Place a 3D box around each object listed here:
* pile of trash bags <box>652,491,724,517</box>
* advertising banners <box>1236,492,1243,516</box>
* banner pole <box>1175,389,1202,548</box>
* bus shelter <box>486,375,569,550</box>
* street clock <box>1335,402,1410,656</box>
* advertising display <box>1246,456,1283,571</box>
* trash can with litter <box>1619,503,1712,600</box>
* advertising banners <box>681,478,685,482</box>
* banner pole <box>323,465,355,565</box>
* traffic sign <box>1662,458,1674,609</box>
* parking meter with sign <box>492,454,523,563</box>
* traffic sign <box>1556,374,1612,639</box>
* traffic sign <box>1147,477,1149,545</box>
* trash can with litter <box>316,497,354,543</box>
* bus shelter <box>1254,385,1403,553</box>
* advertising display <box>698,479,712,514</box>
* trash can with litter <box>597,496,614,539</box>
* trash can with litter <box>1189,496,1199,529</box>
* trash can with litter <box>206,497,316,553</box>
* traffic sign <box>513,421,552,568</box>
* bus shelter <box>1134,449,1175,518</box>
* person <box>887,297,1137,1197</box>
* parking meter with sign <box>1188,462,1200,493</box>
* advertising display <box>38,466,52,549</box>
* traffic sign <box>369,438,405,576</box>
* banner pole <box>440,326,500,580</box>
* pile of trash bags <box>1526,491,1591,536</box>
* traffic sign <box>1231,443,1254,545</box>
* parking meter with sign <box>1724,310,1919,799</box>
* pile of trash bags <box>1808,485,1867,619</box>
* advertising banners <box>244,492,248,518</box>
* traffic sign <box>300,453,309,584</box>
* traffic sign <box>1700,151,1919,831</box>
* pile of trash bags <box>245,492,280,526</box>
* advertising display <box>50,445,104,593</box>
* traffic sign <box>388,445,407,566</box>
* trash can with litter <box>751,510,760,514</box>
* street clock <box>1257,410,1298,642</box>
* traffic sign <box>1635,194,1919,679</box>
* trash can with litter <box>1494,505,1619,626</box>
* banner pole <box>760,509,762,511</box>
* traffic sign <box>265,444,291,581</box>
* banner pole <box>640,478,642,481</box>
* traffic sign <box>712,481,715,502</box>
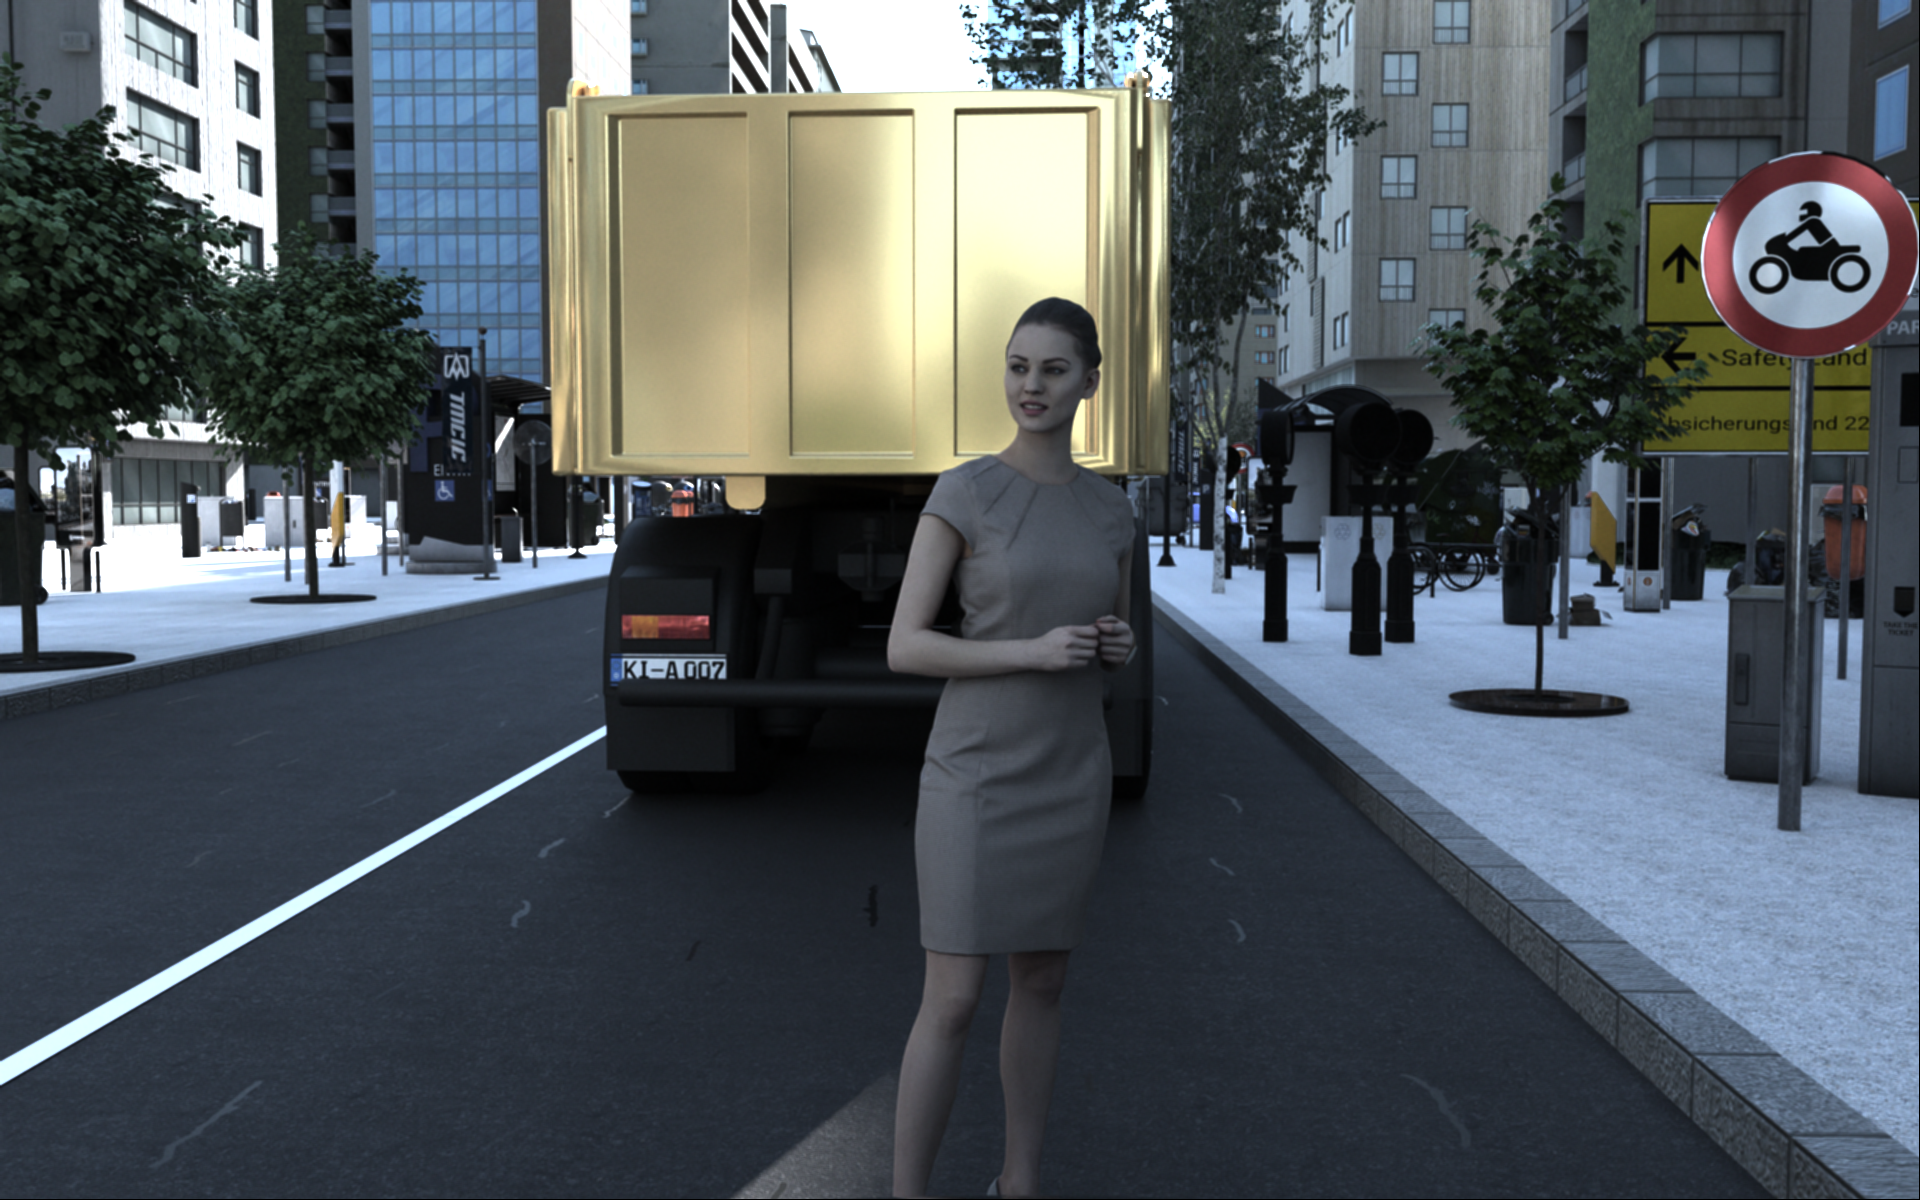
[{"bbox_3d":[-7.212,-2.208,45.850,1.912,1.369,3.447,0,4,-2],"label":"pile of trash bags"},{"bbox_3d":[14.688,-6.117,96.205,2.074,3.025,0.090,1,4,9],"label":"advertising banners"},{"bbox_3d":[5.387,-3.141,41.371,0.863,3.779,0.401,-3,5,-42],"label":"banner pole"},{"bbox_3d":[-9.753,-2.812,37.265,1.731,3.624,6.357,0,4,2],"label":"bus shelter"},{"bbox_3d":[3.239,-0.563,13.776,0.471,2.002,0.358,-1,4,-16],"label":"street clock"},{"bbox_3d":[5.101,-1.459,29.068,0.123,1.923,0.974,-1,4,-21],"label":"advertising display"},{"bbox_3d":[8.577,-0.596,21.127,0.624,1.170,1.055,-3,5,-43],"label":"trash can with litter"},{"bbox_3d":[-13.738,-5.606,87.844,0.090,3.025,2.074,-2,4,-32],"label":"advertising banners"},{"bbox_3d":[-11.395,-2.533,31.425,0.863,3.779,0.401,2,4,27],"label":"banner pole"},{"bbox_3d":[7.867,-1.169,19.218,0.768,2.556,0.104,1,4,11],"label":"traffic sign"},{"bbox_3d":[-9.103,-2.213,32.442,1.738,3.016,0.543,0,4,-5],"label":"parking meter with sign"},{"bbox_3d":[5.351,-0.929,15.289,0.768,2.556,0.104,1,4,10],"label":"traffic sign"},{"bbox_3d":[4.561,-2.441,42.035,0.606,2.300,0.079,0,4,4],"label":"traffic sign"},{"bbox_3d":[-17.301,-2.117,45.674,2.233,1.210,1.678,0,4,-4],"label":"trash can with litter"},{"bbox_3d":[7.280,-2.505,34.876,2.014,3.302,5.546,0,4,2],"label":"bus shelter"},{"bbox_3d":[-7.231,-2.673,48.914,0.123,1.923,0.974,-2,4,-30],"label":"advertising display"},{"bbox_3d":[-10.692,-2.382,50.011,1.678,1.210,2.233,1,4,13],"label":"trash can with litter"},{"bbox_3d":[8.713,-3.281,64.707,1.678,1.210,2.233,-3,4,-38],"label":"trash can with litter"},{"bbox_3d":[-15.764,-1.665,38.280,2.233,1.210,1.678,0,4,3],"label":"trash can with litter"},{"bbox_3d":[-7.396,-1.832,30.058,0.768,2.556,0.104,0,4,8],"label":"traffic sign"},{"bbox_3d":[7.478,-4.652,69.988,2.014,3.302,5.546,0,4,2],"label":"bus shelter"},{"bbox_3d":[0.108,0.351,3.098,0.599,1.781,0.374,-2,4,-27],"label":"person"},{"bbox_3d":[13.334,-6.017,94.636,1.738,3.016,0.543,3,5,39],"label":"parking meter with sign"},{"bbox_3d":[-20.879,-2.147,40.313,0.974,1.923,0.123,-2,4,-28],"label":"advertising display"},{"bbox_3d":[-9.069,-1.659,27.228,0.768,2.556,0.104,1,4,9],"label":"traffic sign"},{"bbox_3d":[-7.345,-2.195,25.913,0.863,3.779,0.401,0,4,-2],"label":"banner pole"},{"bbox_3d":[14.001,-1.834,39.746,1.912,1.369,3.447,3,5,42],"label":"pile of trash bags"},{"bbox_3d":[6.955,-2.625,43.026,0.768,2.556,0.104,0,4,7],"label":"traffic sign"},{"bbox_3d":[4.229,-0.677,7.327,1.738,3.016,0.543,2,4,33],"label":"parking meter with sign"},{"bbox_3d":[9.541,-0.496,17.859,1.912,1.369,3.447,3,5,40],"label":"pile of trash bags"},{"bbox_3d":[-36.398,-5.554,86.989,0.090,3.025,2.074,1,4,12],"label":"advertising banners"},{"bbox_3d":[-9.282,-1.502,24.554,0.884,2.594,0.081,0,4,4],"label":"traffic sign"},{"bbox_3d":[3.172,-0.394,6.548,0.768,2.556,0.104,1,4,10],"label":"traffic sign"},{"bbox_3d":[-29.096,-3.660,69.593,3.447,1.369,1.912,-2,4,-27],"label":"pile of trash bags"},{"bbox_3d":[-11.577,-1.073,22.752,0.974,1.923,0.123,2,4,35],"label":"advertising display"},{"bbox_3d":[-9.936,-1.880,30.750,0.884,2.594,0.081,0,4,7],"label":"traffic sign"},{"bbox_3d":[-14.588,-7.280,130.084,2.233,1.210,1.678,-1,4,-8],"label":"trash can with litter"},{"bbox_3d":[2.753,-0.642,15.059,0.358,2.002,0.471,1,4,20],"label":"street clock"},{"bbox_3d":[5.792,-1.103,11.913,2.265,3.308,0.079,0,4,3],"label":"traffic sign"},{"bbox_3d":[5.838,-0.348,17.070,1.055,1.170,0.624,0,4,7],"label":"trash can with litter"},{"bbox_3d":[-8.030,-4.775,68.086,0.863,3.779,0.401,1,4,19],"label":"banner pole"},{"bbox_3d":[-9.887,-1.547,25.402,0.768,2.556,0.104,0,4,7],"label":"traffic sign"},{"bbox_3d":[-18.996,-6.840,101.859,0.863,3.779,0.401,-1,4,-21],"label":"banner pole"},{"bbox_3d":[-7.361,-3.162,51.797,0.768,2.556,0.104,1,4,11],"label":"traffic sign"}]
